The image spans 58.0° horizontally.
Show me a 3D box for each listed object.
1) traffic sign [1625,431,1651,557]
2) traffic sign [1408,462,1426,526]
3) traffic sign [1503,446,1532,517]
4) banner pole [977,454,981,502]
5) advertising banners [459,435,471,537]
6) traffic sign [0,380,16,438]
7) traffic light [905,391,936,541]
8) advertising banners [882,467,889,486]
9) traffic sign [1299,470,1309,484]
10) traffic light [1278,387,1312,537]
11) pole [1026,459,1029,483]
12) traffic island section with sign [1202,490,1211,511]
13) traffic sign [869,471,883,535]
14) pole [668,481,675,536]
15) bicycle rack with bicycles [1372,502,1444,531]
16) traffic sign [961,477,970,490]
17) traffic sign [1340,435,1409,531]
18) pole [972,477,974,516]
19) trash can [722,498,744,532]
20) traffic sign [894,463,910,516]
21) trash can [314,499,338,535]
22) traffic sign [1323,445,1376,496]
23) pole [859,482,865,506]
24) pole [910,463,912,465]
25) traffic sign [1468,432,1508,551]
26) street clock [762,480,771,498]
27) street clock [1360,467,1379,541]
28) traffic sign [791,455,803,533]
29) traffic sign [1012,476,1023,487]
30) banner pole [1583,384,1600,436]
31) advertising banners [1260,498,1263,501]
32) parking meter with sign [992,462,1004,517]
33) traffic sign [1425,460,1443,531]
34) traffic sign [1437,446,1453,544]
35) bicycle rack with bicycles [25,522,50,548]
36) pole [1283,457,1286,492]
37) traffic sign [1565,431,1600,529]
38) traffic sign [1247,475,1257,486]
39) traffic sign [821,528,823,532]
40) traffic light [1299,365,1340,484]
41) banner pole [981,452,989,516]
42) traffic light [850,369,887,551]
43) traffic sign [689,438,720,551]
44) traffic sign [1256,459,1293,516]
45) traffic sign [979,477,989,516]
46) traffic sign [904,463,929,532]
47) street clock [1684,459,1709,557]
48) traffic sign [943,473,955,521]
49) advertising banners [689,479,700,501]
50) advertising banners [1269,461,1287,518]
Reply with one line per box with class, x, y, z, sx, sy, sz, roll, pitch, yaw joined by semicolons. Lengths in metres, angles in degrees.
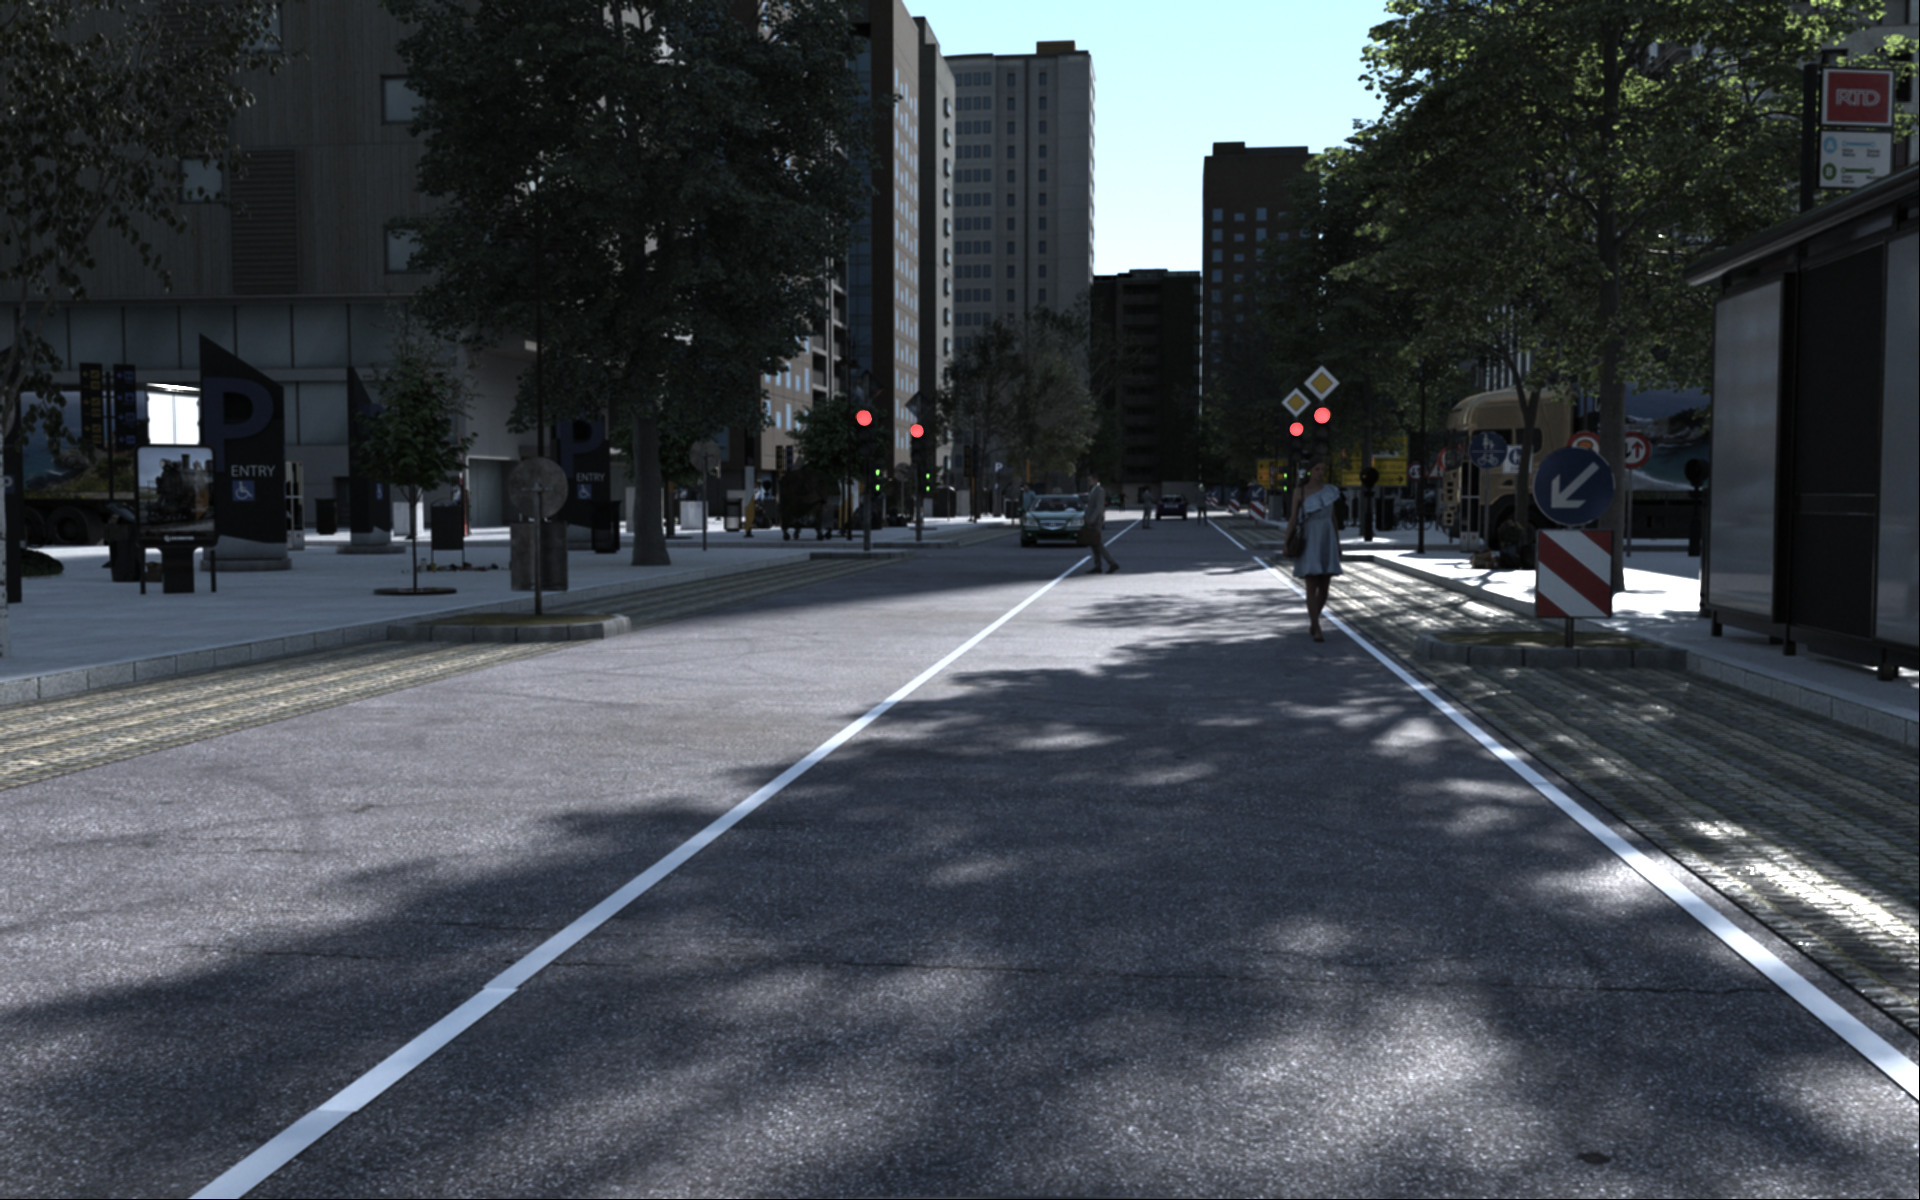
traffic sign;13.615;-2.146;35.197;0.768;2.556;0.104;1;4;10
traffic sign;18.112;-4.202;68.812;0.768;2.556;0.104;1;4;10
traffic sign;11.614;-2.080;36.143;0.606;2.300;0.079;1;4;12
banner pole;1.218;-7.185;107.491;0.401;3.779;0.863;2;4;31
advertising banners;-14.862;-3.411;51.956;0.090;3.025;2.074;0;4;-8
traffic sign;-10.381;-1.120;18.422;0.768;2.556;0.104;1;4;12
traffic light;-1.101;-3.549;46.947;0.839;4.253;0.868;0;4;7
advertising banners;-4.221;-7.181;113.591;2.074;3.025;0.090;-2;4;-26
traffic sign;14.581;-4.337;73.047;0.606;2.300;0.079;1;4;12
traffic light;8.836;-3.475;45.734;0.839;4.253;0.868;0;4;7
pole;3.904;-6.474;99.688;0.158;3.312;0.155;0;3;0
traffic island section with sign;21.411;-8.452;146.825;1.989;1.847;2.006;0;4;7
traffic sign;-2.831;-3.318;54.247;0.884;2.594;0.081;1;4;14
pole;-8.809;-3.604;52.771;0.158;3.312;0.155;0;3;0
bicycle rack with bicycles;15.810;-2.978;62.080;2.852;0.926;2.925;-1;4;-21
traffic sign;0.368;-6.194;103.403;0.606;2.300;0.079;1;4;10
traffic sign;14.222;-4.014;59.498;2.265;3.308;0.079;1;4;15
pole;0.744;-6.578;101.389;0.158;3.312;0.155;0;3;0
trash can;-7.776;-2.912;59.266;0.748;1.137;0.748;0;3;0
traffic sign;-2.329;-4.293;70.302;0.768;2.556;0.104;1;4;16
trash can;-19.962;-2.625;54.569;0.748;1.137;0.748;0;3;0
traffic sign;15.607;-4.640;69.745;2.265;3.308;0.079;0;4;8
pole;-3.752;-4.396;65.724;0.158;3.312;0.155;0;3;0
pole;-3.150;-7.276;112.798;0.158;3.312;0.155;0;3;0
traffic sign;10.772;-2.158;35.396;0.768;2.556;0.104;1;4;13
street clock;-10.198;-5.309;91.380;0.471;2.002;0.358;-3;5;-42
street clock;11.111;-2.599;47.057;0.471;2.002;0.358;0;4;-2
traffic sign;-5.260;-3.476;56.829;0.884;2.594;0.081;1;4;15
traffic sign;4.015;-7.451;121.934;0.768;2.556;0.104;1;4;9
banner pole;13.296;-2.830;36.281;0.401;3.779;0.863;-3;5;-43
advertising banners;17.893;-6.518;102.753;0.090;3.025;2.074;2;4;28
parking meter with sign;2.059;-6.085;95.744;0.543;3.016;1.738;0;4;-4
traffic sign;16.456;-3.645;59.596;0.884;2.594;0.081;1;4;11
traffic sign;12.746;-2.739;44.888;0.768;2.556;0.104;1;4;10
bicycle rack with bicycles;-22.686;-1.604;39.611;2.925;0.926;2.852;-1;4;-16
pole;17.695;-6.153;94.452;0.158;3.312;0.155;0;3;0
traffic sign;12.600;-2.133;34.988;0.768;2.556;0.104;1;4;14
traffic sign;19.778;-7.149;116.890;0.884;2.594;0.081;1;4;9
traffic sign;-4.593;-3.514;57.461;0.884;2.594;0.081;1;4;14
traffic light;7.852;-2.990;37.809;0.839;4.253;0.868;0;4;7
banner pole;1.607;-6.940;103.480;0.401;3.779;0.863;0;4;1
traffic light;-2.085;-3.064;39.022;0.839;4.253;0.868;0;4;7
traffic sign;-5.802;-2.396;39.285;0.768;2.556;0.104;1;4;16
traffic sign;18.236;-6.481;99.834;2.265;3.308;0.079;1;4;15
traffic sign;1.403;-6.073;101.424;0.606;2.300;0.079;1;4;9
traffic sign;-1.489;-3.615;59.115;0.884;2.594;0.081;1;4;12
street clock;15.136;-1.898;35.605;0.358;2.002;0.471;-1;4;-21
traffic sign;-0.540;-4.901;82.254;0.606;2.300;0.079;1;4;17
advertising banners;-14.013;-5.833;91.560;0.090;3.025;2.074;-2;4;-24
advertising banners;17.012;-5.883;92.379;0.090;3.025;2.074;-1;4;-19
